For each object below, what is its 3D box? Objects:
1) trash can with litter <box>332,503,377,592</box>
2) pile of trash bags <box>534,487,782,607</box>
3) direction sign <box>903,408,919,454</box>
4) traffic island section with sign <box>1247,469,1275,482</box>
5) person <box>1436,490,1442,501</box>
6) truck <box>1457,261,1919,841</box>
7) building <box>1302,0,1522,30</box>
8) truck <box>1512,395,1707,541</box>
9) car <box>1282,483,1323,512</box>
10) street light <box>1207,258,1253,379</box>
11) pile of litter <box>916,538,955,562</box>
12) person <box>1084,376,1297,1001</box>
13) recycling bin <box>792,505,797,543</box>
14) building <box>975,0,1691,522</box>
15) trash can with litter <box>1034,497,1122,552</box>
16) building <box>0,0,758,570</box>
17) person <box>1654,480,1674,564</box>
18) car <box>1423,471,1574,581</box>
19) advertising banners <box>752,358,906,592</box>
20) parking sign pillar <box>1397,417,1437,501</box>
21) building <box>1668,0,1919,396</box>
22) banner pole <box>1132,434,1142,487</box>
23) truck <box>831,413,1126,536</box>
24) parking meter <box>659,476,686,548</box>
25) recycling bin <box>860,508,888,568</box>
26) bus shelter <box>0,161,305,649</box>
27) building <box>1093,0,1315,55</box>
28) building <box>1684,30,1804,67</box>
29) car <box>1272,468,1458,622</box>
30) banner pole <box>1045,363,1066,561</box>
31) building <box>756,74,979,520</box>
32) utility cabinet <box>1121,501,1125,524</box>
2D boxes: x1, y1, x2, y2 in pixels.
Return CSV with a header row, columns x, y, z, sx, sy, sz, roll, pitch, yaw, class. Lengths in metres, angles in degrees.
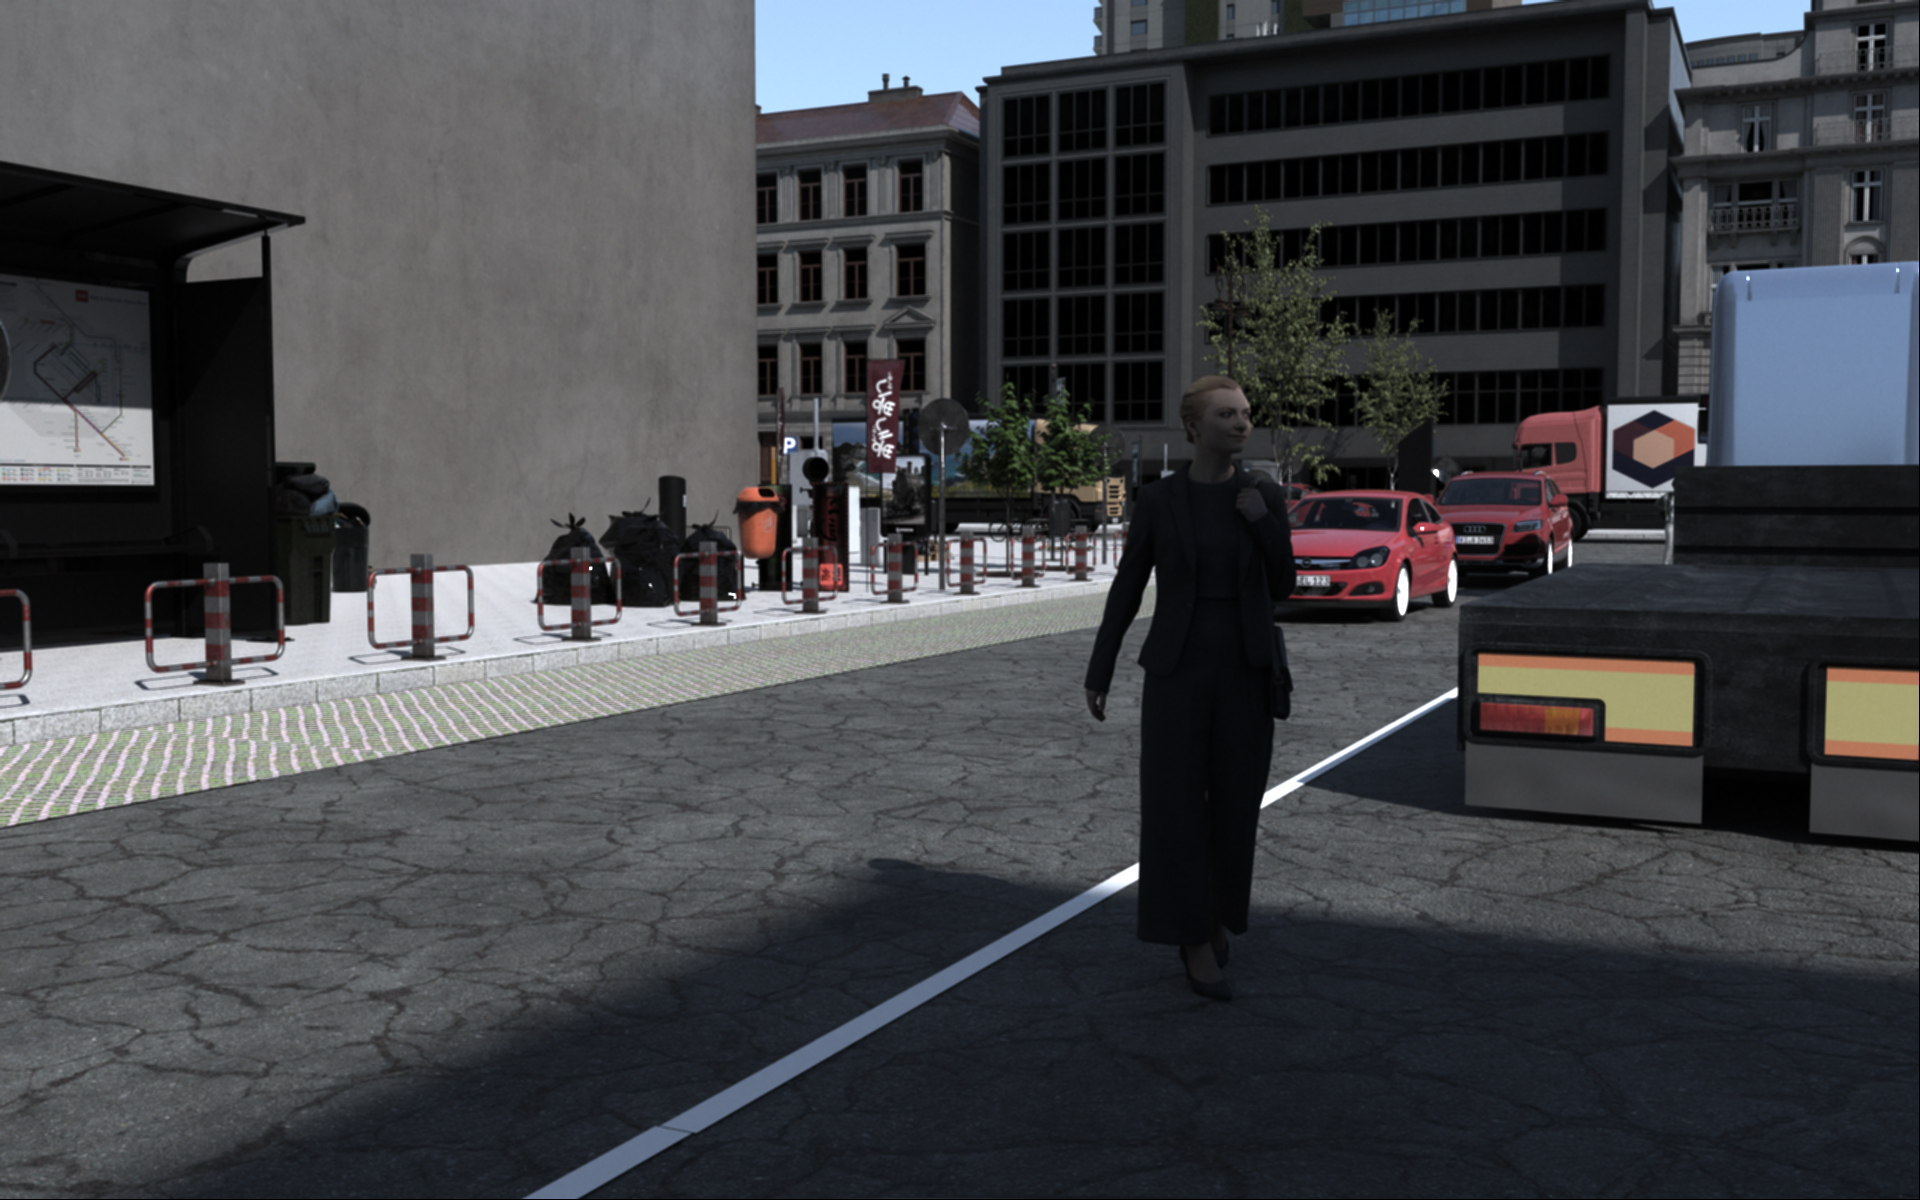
x,y,z,sx,sy,sz,roll,pitch,yaw,class
-8.088,-0.706,22.935,0.624,1.170,1.055,-1,4,-8,trash can with litter
-3.408,-0.697,21.151,1.912,1.369,3.447,2,4,34,pile of trash bags
-1.288,-3.290,45.786,0.379,3.537,0.876,-2,4,-29,direction sign
4.534,-1.135,27.187,1.989,1.847,2.006,2,4,26,traffic island section with sign
15.867,-2.832,57.018,0.499,1.552,0.429,-1,4,-17,person
7.518,-1.565,15.343,2.967,4.110,18.799,2,4,27,truck
36.074,-29.820,137.670,14.600,45.320,14.200,2,4,26,building
21.228,-3.753,50.276,11.283,4.237,2.839,2,4,26,truck
11.162,-2.986,57.492,5.304,1.827,2.281,2,4,28,car
5.298,-3.746,34.035,0.468,5.910,1.993,2,4,26,street light
-0.631,-1.199,33.562,1.176,0.858,1.719,3,4,39,pile of litter
0.693,0.235,5.083,0.576,1.772,0.534,-1,4,-23,person
-4.717,-2.010,45.413,0.722,1.027,0.722,-2,4,-23,recycling bin
16.701,-15.921,79.375,30.058,24.678,14.314,2,4,26,building
2.672,-1.736,39.437,2.233,1.210,1.678,0,4,-7,trash can with litter
-24.076,-14.252,37.530,34.151,26.468,19.350,2,4,26,building
13.268,-1.395,32.037,0.841,1.734,0.376,2,4,29,person
8.812,-1.204,28.367,2.281,1.827,5.304,2,4,25,car
-1.719,-1.616,22.613,2.074,3.025,0.090,1,4,11,advertising banners
16.093,-4.436,61.005,1.447,3.967,1.447,3,5,44,parking sign pillar
40.999,-13.809,67.580,24.055,21.916,13.314,2,4,26,building
7.473,-5.073,72.955,0.401,3.779,0.863,-2,4,-31,banner pole
0.886,-4.434,61.416,11.283,4.237,2.839,2,4,26,truck
-4.005,-0.962,24.145,0.372,1.533,0.369,0,3,0,parking meter
-1.291,-1.104,30.604,0.722,1.027,0.722,-2,4,-32,recycling bin
-7.672,-1.293,12.416,1.731,3.624,6.357,2,4,26,bus shelter
29.656,-39.543,188.528,28.212,58.520,21.231,2,4,26,building
99.240,-41.468,220.008,28.212,58.520,21.231,2,4,26,building
4.793,-0.730,20.975,2.155,1.783,4.494,2,4,27,car
1.856,-2.625,32.932,0.401,3.779,0.863,-1,4,-18,banner pole
-7.377,-15.527,90.016,21.152,22.565,11.583,2,4,26,building
6.873,-3.861,74.286,0.306,1.237,1.020,0,4,-5,utility cabinet
